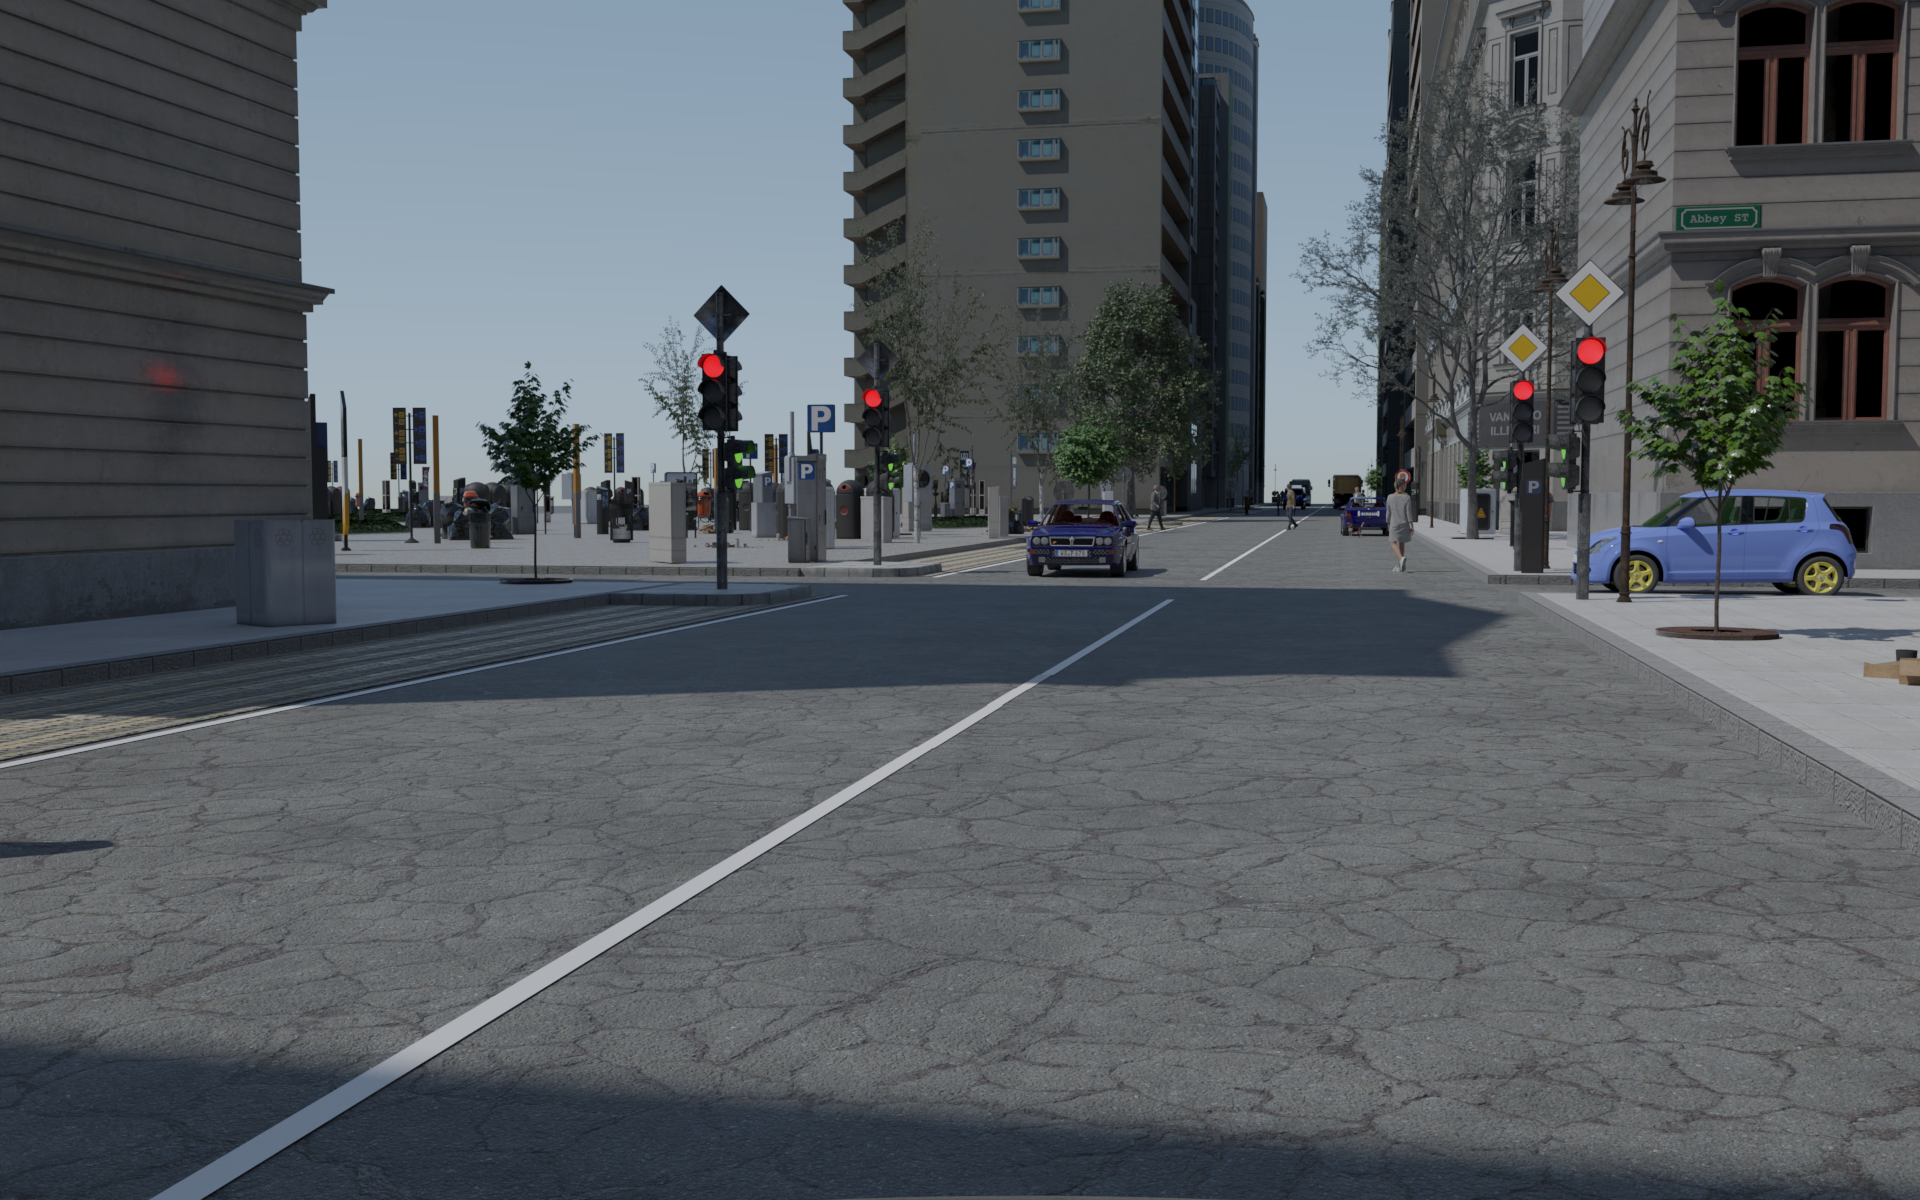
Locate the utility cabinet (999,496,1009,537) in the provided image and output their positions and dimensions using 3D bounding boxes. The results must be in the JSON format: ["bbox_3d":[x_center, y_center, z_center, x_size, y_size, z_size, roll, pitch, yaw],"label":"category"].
[{"bbox_3d":[1.189,-2.513,52.245,0.306,1.237,1.020,-1,4,-16],"label":"utility cabinet"}]

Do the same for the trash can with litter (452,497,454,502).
[{"bbox_3d":[-26.196,-4.941,91.840,1.678,1.210,2.233,-1,4,-13],"label":"trash can with litter"}]

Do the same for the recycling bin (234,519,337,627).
[{"bbox_3d":[-6.668,-0.279,17.122,0.722,1.027,0.722,3,5,43],"label":"recycling bin"}]

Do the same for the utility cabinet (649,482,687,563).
[{"bbox_3d":[-5.441,-1.443,32.268,0.318,1.500,1.173,-2,4,-30],"label":"utility cabinet"}]

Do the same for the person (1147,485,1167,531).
[{"bbox_3d":[7.699,-3.584,67.497,0.834,1.777,0.661,1,4,15],"label":"person"}]

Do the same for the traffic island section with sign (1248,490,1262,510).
[{"bbox_3d":[26.051,-8.968,155.256,1.989,1.847,2.006,1,4,12],"label":"traffic island section with sign"}]

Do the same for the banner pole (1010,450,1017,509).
[{"bbox_3d":[3.010,-6.623,98.297,0.401,3.779,0.863,-2,4,-28],"label":"banner pole"}]

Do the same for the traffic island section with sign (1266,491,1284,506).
[{"bbox_3d":[38.049,-12.270,209.233,1.989,1.847,2.006,1,4,12],"label":"traffic island section with sign"}]

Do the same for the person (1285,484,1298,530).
[{"bbox_3d":[13.276,-3.737,69.518,0.836,1.842,0.656,-3,5,-39],"label":"person"}]

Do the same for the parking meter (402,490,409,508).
[{"bbox_3d":[-33.876,-5.959,105.845,0.372,1.533,0.369,0,3,0],"label":"parking meter"}]

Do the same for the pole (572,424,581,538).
[{"bbox_3d":[-11.129,-3.452,50.287,0.158,3.312,0.155,0,3,0],"label":"pole"}]

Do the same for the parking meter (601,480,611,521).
[{"bbox_3d":[-14.637,-4.027,71.552,0.399,1.863,0.255,3,4,37],"label":"parking meter"}]

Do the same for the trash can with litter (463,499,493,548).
[{"bbox_3d":[-11.412,-1.814,41.043,0.624,1.170,1.055,-1,4,-11],"label":"trash can with litter"}]

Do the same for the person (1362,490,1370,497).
[{"bbox_3d":[29.828,-7.253,127.620,0.750,1.759,0.617,-1,4,-10],"label":"person"}]

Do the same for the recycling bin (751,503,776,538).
[{"bbox_3d":[-5.736,-2.356,51.079,0.722,1.027,0.722,-1,4,-17],"label":"recycling bin"}]

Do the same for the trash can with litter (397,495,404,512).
[{"bbox_3d":[-29.306,-4.822,89.905,1.678,1.210,2.233,1,4,11],"label":"trash can with litter"}]

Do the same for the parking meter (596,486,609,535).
[{"bbox_3d":[-11.365,-2.854,55.069,0.372,1.533,0.369,0,3,0],"label":"parking meter"}]

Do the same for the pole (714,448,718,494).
[{"bbox_3d":[-10.756,-5.054,76.482,0.158,3.312,0.155,0,3,0],"label":"pole"}]

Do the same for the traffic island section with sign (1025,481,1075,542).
[{"bbox_3d":[3.097,-2.649,51.946,1.989,1.847,2.006,1,4,12],"label":"traffic island section with sign"}]

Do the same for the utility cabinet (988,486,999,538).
[{"bbox_3d":[0.965,-2.553,50.417,0.318,1.500,1.173,0,4,-1],"label":"utility cabinet"}]

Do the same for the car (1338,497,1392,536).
[{"bbox_3d":[14.175,-2.924,60.392,1.945,1.354,3.894,1,4,11],"label":"car"}]

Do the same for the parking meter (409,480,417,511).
[{"bbox_3d":[-23.062,-4.116,73.004,0.255,1.863,0.399,-2,4,-28],"label":"parking meter"}]

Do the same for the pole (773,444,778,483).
[{"bbox_3d":[-7.579,-4.730,71.175,0.158,3.312,0.155,0,3,0],"label":"pole"}]

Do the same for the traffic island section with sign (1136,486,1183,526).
[{"bbox_3d":[9.172,-4.321,79.279,1.989,1.847,2.006,1,4,12],"label":"traffic island section with sign"}]

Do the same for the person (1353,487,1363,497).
[{"bbox_3d":[19.669,-4.709,85.889,0.834,1.777,0.661,-3,5,-42],"label":"person"}]

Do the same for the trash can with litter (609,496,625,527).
[{"bbox_3d":[-13.688,-3.467,67.737,1.678,1.210,2.233,0,4,5],"label":"trash can with litter"}]

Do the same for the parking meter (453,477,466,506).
[{"bbox_3d":[-17.491,-3.354,60.542,0.255,1.863,0.399,3,4,37],"label":"parking meter"}]

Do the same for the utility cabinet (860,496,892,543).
[{"bbox_3d":[-2.202,-2.113,45.704,0.306,1.237,1.020,-3,5,-40],"label":"utility cabinet"}]

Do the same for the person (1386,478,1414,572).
[{"bbox_3d":[8.070,-1.372,31.686,0.466,1.731,0.760,0,4,-7],"label":"person"}]

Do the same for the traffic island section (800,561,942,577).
[{"bbox_3d":[-1.507,-0.549,31.253,2.009,0.180,2.903,1,4,12],"label":"traffic island section"}]

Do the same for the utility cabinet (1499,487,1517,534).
[{"bbox_3d":[17.409,-2.778,54.093,0.318,1.500,1.173,-2,4,-34],"label":"utility cabinet"}]

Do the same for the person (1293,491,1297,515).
[{"bbox_3d":[22.590,-6.587,117.670,0.593,1.643,0.415,0,4,-6],"label":"person"}]

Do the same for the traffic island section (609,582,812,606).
[{"bbox_3d":[-3.239,-0.072,23.457,2.009,0.180,2.903,1,4,12],"label":"traffic island section"}]

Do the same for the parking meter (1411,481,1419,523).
[{"bbox_3d":[20.532,-4.434,78.203,0.255,1.863,0.399,2,4,34],"label":"parking meter"}]

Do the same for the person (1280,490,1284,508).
[{"bbox_3d":[32.515,-10.159,174.601,1.348,1.824,0.705,1,4,18],"label":"person"}]

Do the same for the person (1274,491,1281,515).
[{"bbox_3d":[21.241,-6.480,115.922,0.415,1.643,0.593,-1,4,-15],"label":"person"}]

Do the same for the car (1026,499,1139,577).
[{"bbox_3d":[2.256,-1.148,31.346,1.945,1.354,3.894,1,4,11],"label":"car"}]

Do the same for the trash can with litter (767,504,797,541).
[{"bbox_3d":[-4.379,-2.221,47.369,1.678,1.210,2.233,-3,4,-37],"label":"trash can with litter"}]

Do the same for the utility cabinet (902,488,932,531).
[{"bbox_3d":[-1.450,-3.078,59.007,0.318,1.500,1.173,3,5,41],"label":"utility cabinet"}]

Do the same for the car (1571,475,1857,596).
[{"bbox_3d":[10.679,-0.923,24.682,3.694,1.707,1.945,1,4,12],"label":"car"}]

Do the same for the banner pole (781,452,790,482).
[{"bbox_3d":[-10.373,-6.951,103.658,0.863,3.779,0.401,1,4,17],"label":"banner pole"}]

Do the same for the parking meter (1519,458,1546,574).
[{"bbox_3d":[9.265,-1.367,28.066,0.399,1.863,0.255,1,4,16],"label":"parking meter"}]

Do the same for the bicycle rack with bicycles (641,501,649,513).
[{"bbox_3d":[-16.036,-4.649,89.386,2.852,0.926,2.925,-1,4,-18],"label":"bicycle rack with bicycles"}]

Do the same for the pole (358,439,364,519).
[{"bbox_3d":[-22.101,-4.284,63.889,0.158,3.312,0.155,0,3,0],"label":"pole"}]

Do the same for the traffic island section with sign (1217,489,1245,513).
[{"bbox_3d":[20.195,-7.354,128.861,1.989,1.847,2.006,1,4,12],"label":"traffic island section with sign"}]

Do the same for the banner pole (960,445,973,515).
[{"bbox_3d":[0.383,-5.992,87.986,0.863,3.779,0.401,0,4,-5],"label":"banner pole"}]

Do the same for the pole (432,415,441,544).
[{"bbox_3d":[-13.562,-3.120,44.853,0.158,3.312,0.155,0,3,0],"label":"pole"}]

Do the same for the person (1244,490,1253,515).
[{"bbox_3d":[20.044,-6.803,120.460,0.721,1.736,1.217,3,4,38],"label":"person"}]

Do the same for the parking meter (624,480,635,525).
[{"bbox_3d":[-13.749,-4.061,72.115,0.399,1.863,0.255,0,4,-4],"label":"parking meter"}]

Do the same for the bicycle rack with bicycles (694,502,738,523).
[{"bbox_3d":[-11.313,-3.973,78.335,2.925,0.926,2.852,3,5,40],"label":"bicycle rack with bicycles"}]

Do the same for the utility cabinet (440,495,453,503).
[{"bbox_3d":[-22.690,-4.007,76.676,1.020,1.237,0.306,2,4,29],"label":"utility cabinet"}]
